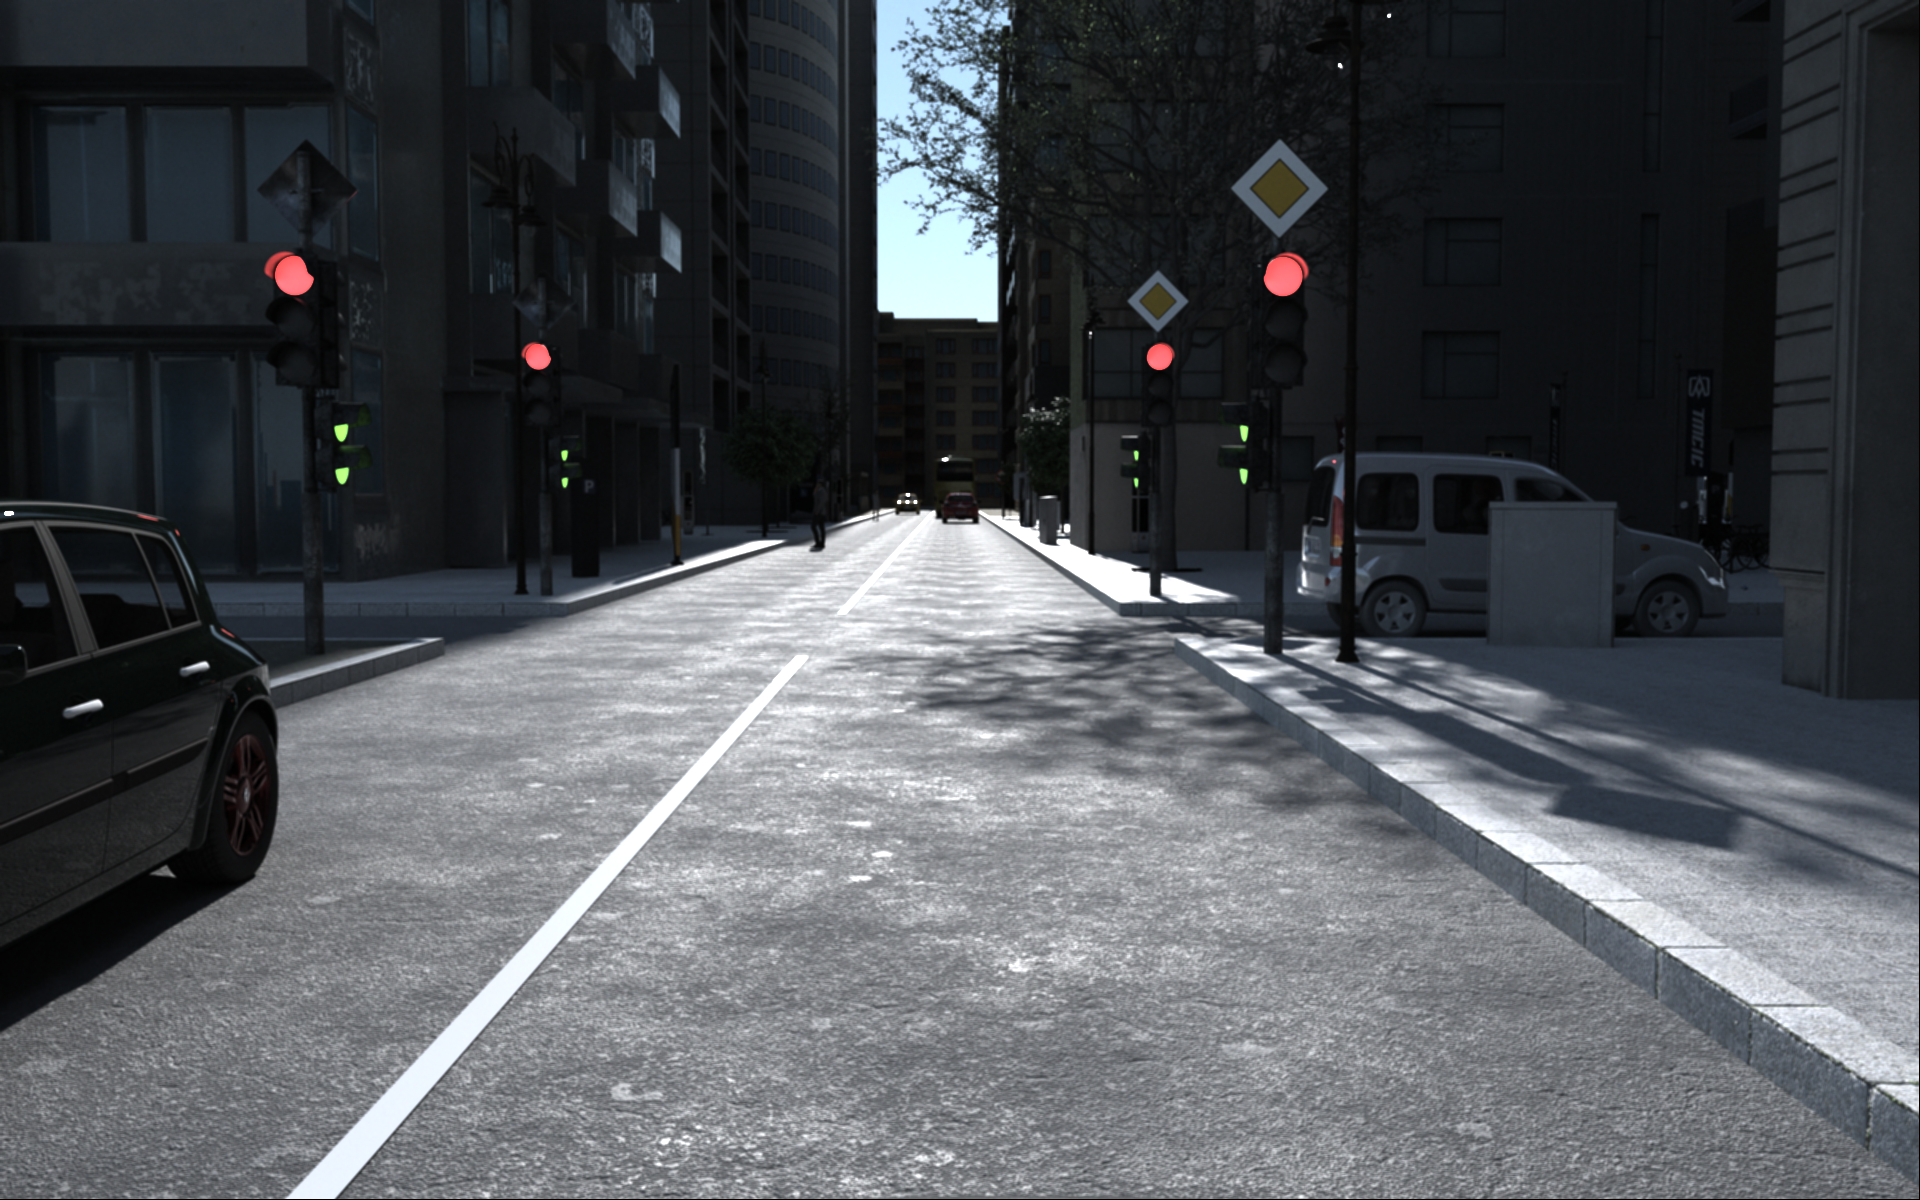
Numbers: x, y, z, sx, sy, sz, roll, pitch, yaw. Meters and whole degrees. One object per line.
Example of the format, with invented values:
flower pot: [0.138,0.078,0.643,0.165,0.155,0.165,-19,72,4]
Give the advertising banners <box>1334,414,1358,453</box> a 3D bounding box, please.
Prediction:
advertising banners: [9.219,-2.552,37.907,2.074,3.025,0.090,1,4,19]

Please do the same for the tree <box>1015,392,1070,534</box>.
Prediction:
tree: [3.400,-4.435,56.233,4.285,4.588,4.351,0,3,0]

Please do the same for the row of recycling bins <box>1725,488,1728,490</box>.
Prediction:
row of recycling bins: [42.041,-5.234,92.681,1.069,1.692,3.534,0,4,-7]

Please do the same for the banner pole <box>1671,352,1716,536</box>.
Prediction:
banner pole: [12.862,-2.481,30.576,0.863,3.779,0.401,0,4,1]

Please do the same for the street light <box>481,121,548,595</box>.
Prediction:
street light: [-5.614,-3.010,22.001,0.468,5.910,1.993,0,4,0]

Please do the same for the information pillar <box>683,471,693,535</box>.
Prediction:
information pillar: [-8.620,-3.083,54.905,0.304,2.012,0.304,-1,4,-9]

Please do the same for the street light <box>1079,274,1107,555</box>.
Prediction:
street light: [2.789,-3.900,36.557,0.468,5.910,1.993,0,4,0]

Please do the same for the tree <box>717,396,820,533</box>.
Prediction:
tree: [-6.485,-4.559,58.254,4.285,4.588,4.351,0,3,0]

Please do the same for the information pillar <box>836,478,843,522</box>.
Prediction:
information pillar: [-5.591,-4.633,80.248,0.304,2.012,0.304,0,4,-1]

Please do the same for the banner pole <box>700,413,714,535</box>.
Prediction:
banner pole: [-7.964,-3.912,53.985,0.401,3.779,0.863,-2,4,-29]

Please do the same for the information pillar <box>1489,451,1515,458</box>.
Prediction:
information pillar: [9.291,-1.545,29.752,0.304,2.012,0.304,-2,4,-35]

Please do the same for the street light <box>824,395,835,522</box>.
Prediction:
street light: [-6.077,-6.609,80.850,0.468,5.910,1.993,0,4,0]

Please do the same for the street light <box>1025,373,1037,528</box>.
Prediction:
street light: [2.707,-5.700,65.982,0.468,5.910,1.993,0,4,0]

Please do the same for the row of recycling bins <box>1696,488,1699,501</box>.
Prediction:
row of recycling bins: [30.661,-4.058,73.454,1.069,1.692,3.534,1,4,18]

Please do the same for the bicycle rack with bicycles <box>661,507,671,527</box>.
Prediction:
bicycle rack with bicycles: [-12.395,-3.359,68.303,2.925,0.926,2.852,0,4,-7]

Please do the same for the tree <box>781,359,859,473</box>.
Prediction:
tree: [-7.373,-8.796,94.177,4.360,8.622,3.978,0,3,0]

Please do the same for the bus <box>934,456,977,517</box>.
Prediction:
bus: [-0.298,-7.336,111.494,2.896,3.916,12.252,0,4,0]

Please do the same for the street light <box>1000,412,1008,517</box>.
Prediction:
street light: [2.435,-7.534,95.975,0.468,5.910,1.993,0,4,0]

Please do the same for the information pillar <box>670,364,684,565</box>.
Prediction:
information pillar: [-5.165,-2.451,31.429,0.183,3.616,0.504,-1,4,-19]

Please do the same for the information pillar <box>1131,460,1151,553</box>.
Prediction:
information pillar: [3.917,-2.022,37.546,0.304,2.012,0.304,-1,4,-23]

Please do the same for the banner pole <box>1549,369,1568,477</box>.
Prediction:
banner pole: [11.942,-2.727,34.596,0.401,3.779,0.863,3,5,44]

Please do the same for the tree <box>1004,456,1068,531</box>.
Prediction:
tree: [2.851,-4.036,60.590,1.663,3.219,1.824,0,3,0]

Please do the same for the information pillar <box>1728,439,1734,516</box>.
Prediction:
information pillar: [29.590,-4.577,66.195,0.183,3.616,0.504,-1,4,-20]

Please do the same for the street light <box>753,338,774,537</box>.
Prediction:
street light: [-5.826,-4.810,51.426,0.468,5.910,1.993,0,4,0]

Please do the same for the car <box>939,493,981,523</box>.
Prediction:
car: [0.007,-4.750,86.705,2.155,1.783,4.494,0,4,-1]

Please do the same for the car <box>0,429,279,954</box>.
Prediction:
car: [-3.435,0.293,5.000,2.009,1.686,4.222,0,4,-1]

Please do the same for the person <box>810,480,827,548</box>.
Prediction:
person: [-3.770,-2.292,46.150,0.473,1.802,0.592,1,4,22]

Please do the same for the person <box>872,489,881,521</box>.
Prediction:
person: [-4.525,-5.156,93.555,0.466,1.731,0.760,0,4,6]

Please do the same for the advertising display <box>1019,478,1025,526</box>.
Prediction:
advertising display: [2.463,-3.896,68.907,0.123,1.923,0.974,0,4,7]

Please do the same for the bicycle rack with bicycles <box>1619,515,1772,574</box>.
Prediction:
bicycle rack with bicycles: [13.000,-0.950,28.918,2.925,0.926,2.852,0,4,-5]

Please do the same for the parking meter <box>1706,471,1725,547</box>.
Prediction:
parking meter: [18.402,-2.230,42.179,0.399,1.863,0.255,2,4,24]

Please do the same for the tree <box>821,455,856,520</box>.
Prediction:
tree: [-6.247,-5.636,86.745,1.663,3.219,1.824,0,3,0]

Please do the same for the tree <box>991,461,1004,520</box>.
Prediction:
tree: [2.379,-5.633,86.707,1.663,3.219,1.824,0,3,0]

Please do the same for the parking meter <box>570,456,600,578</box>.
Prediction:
parking meter: [-5.781,-1.286,26.738,0.255,1.863,0.399,3,5,43]

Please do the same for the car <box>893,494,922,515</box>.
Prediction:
car: [-3.675,-6.829,121.872,2.015,1.641,3.980,0,4,-1]

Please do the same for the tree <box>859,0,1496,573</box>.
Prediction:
tree: [3.498,-7.209,28.243,12.009,13.543,11.850,0,3,0]
